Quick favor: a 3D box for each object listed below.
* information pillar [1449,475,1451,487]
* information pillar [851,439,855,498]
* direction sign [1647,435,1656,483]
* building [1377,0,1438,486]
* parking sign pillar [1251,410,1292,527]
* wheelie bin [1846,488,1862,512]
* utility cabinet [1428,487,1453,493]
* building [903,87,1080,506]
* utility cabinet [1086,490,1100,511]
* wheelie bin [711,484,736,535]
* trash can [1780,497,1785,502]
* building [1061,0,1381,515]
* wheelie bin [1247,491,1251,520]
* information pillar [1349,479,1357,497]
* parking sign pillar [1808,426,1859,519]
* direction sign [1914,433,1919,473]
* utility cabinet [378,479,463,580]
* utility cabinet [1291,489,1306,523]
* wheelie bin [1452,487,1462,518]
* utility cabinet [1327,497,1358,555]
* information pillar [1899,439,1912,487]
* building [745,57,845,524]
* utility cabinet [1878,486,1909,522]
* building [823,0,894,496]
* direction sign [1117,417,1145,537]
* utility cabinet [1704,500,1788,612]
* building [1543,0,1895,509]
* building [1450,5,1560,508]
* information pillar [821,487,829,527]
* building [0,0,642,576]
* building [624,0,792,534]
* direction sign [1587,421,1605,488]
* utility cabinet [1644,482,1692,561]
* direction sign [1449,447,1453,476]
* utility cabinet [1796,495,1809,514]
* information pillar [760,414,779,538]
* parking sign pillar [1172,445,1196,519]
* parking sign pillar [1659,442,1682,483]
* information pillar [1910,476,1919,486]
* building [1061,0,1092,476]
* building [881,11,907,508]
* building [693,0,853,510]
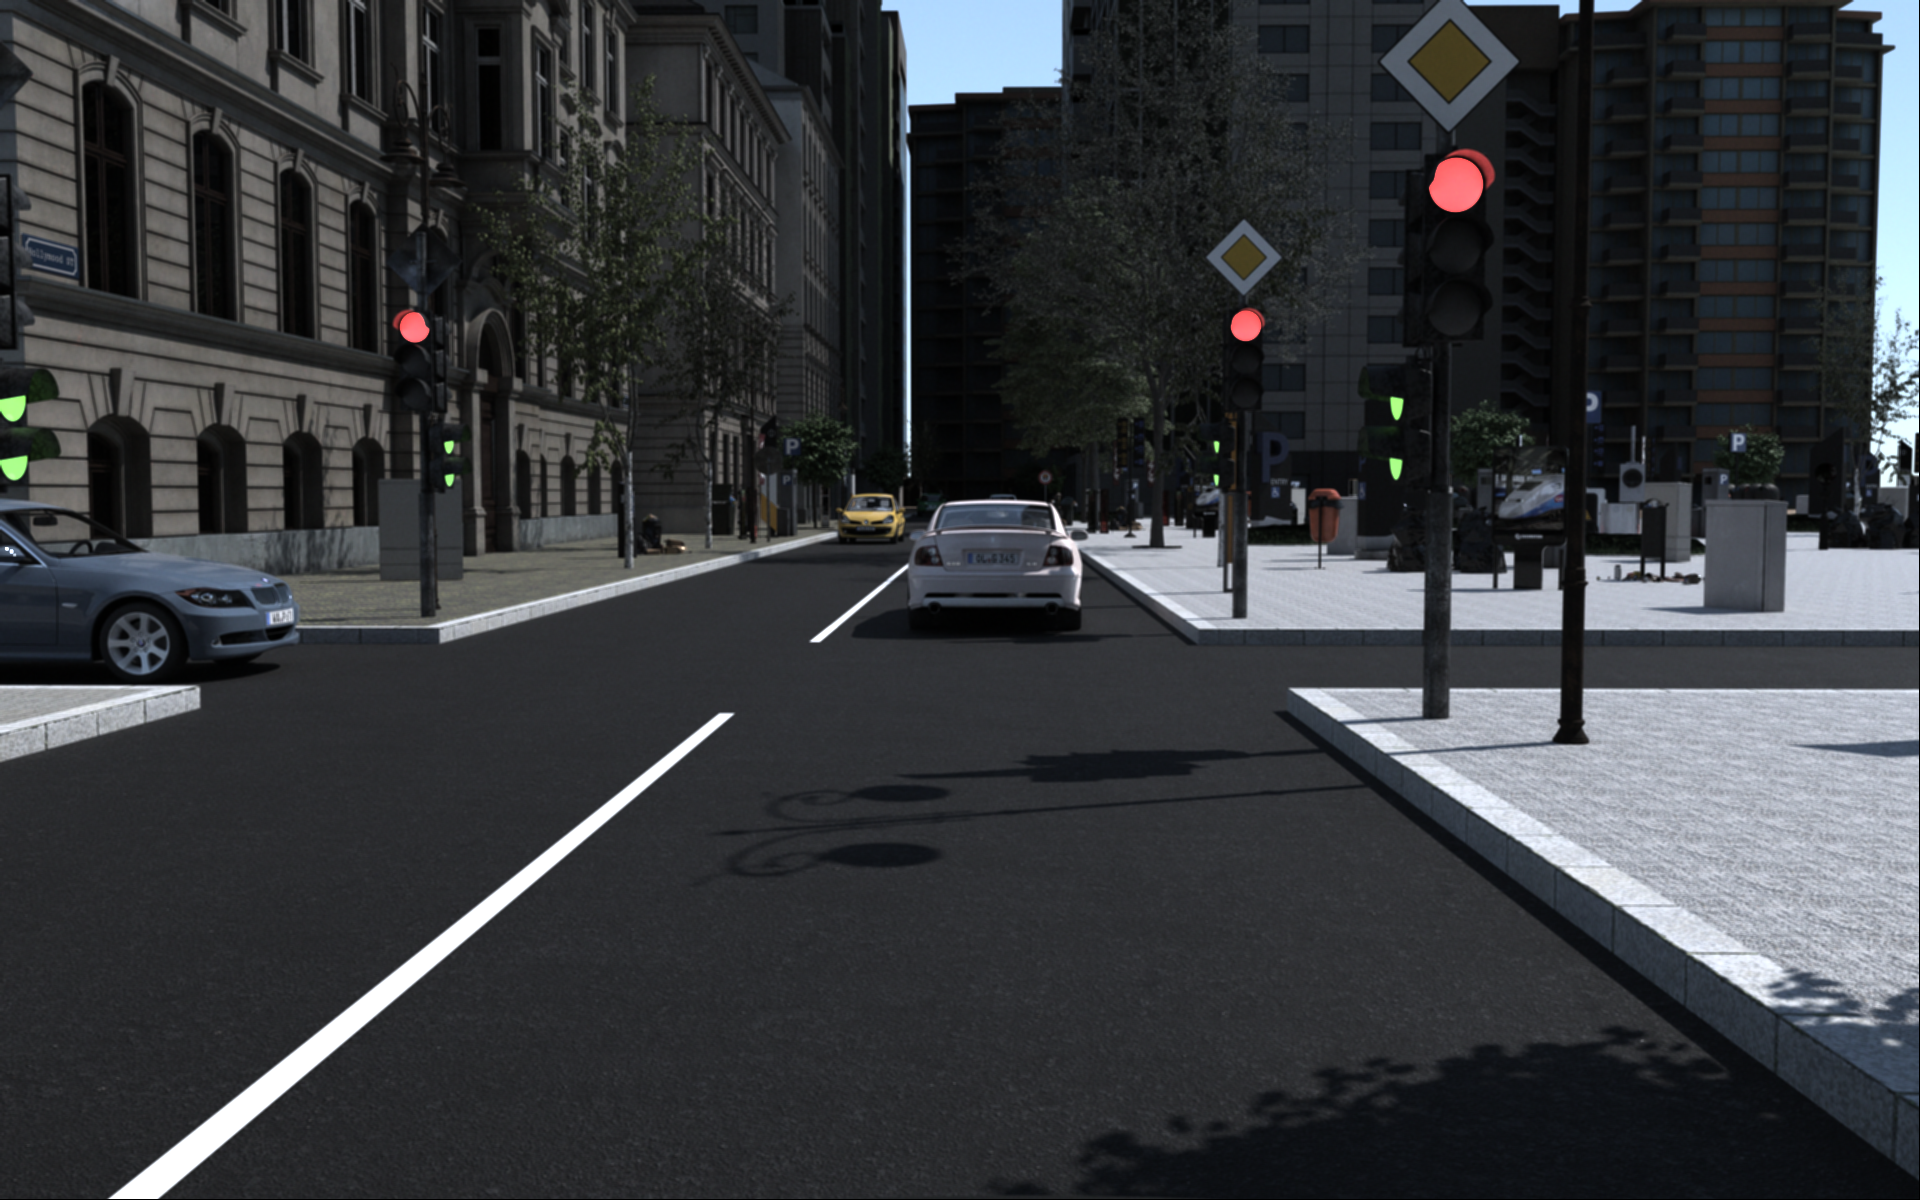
[{"bbox_3d":[18.546,-3.767,66.077,0.304,2.012,0.304,0,4,8],"label":"information pillar"},{"bbox_3d":[-4.552,-5.034,73.661,0.183,3.616,0.504,0,4,8],"label":"information pillar"},{"bbox_3d":[26.718,-4.587,66.998,0.379,3.537,0.876,0,4,5],"label":"direction sign"},{"bbox_3d":[17.343,-40.914,107.190,20.563,71.187,20.611,0,4,1],"label":"building"},{"bbox_3d":[9.815,-4.044,54.590,1.447,3.967,1.447,-2,4,-30],"label":"parking sign pillar"},{"bbox_3d":[43.417,-4.668,84.227,0.693,1.594,0.980,3,5,41],"label":"wheelie bin"},{"bbox_3d":[13.571,-2.521,49.894,1.173,1.500,0.318,3,4,38],"label":"utility cabinet"},{"bbox_3d":[7.201,-32.701,189.292,28.867,44.769,22.147,0,4,1],"label":"building"},{"bbox_3d":[6.646,-4.710,85.689,1.173,1.500,0.318,0,4,-4],"label":"utility cabinet"},{"bbox_3d":[-7.433,-2.831,54.187,0.980,1.594,0.693,1,4,15],"label":"wheelie bin"},{"bbox_3d":[39.503,-4.413,83.803,0.748,1.137,0.748,0,3,0],"label":"trash can"},{"bbox_3d":[18.252,-42.171,127.748,20.563,71.187,20.611,0,4,1],"label":"building"},{"bbox_3d":[14.534,-4.714,84.983,0.693,1.594,0.980,-2,4,-28],"label":"wheelie bin"},{"bbox_3d":[19.519,-4.989,86.057,0.304,2.012,0.304,-3,5,-43],"label":"information pillar"},{"bbox_3d":[34.791,-4.951,69.423,1.447,3.967,1.447,-3,4,-39],"label":"parking sign pillar"},{"bbox_3d":[35.572,-4.385,63.697,0.876,3.537,0.379,3,4,38],"label":"direction sign"},{"bbox_3d":[-8.004,-1.041,25.707,1.173,1.500,0.318,-1,4,-20],"label":"utility cabinet"},{"bbox_3d":[13.756,-3.820,71.131,0.318,1.500,1.173,3,5,40],"label":"utility cabinet"},{"bbox_3d":[23.403,-4.546,82.241,0.693,1.594,0.980,-1,4,-15],"label":"wheelie bin"},{"bbox_3d":[8.303,-1.558,36.632,1.020,1.237,0.306,2,4,25],"label":"utility cabinet"},{"bbox_3d":[40.349,-5.053,73.973,0.504,3.616,0.183,1,4,20],"label":"information pillar"},{"bbox_3d":[-11.131,-14.291,82.808,9.793,20.994,18.267,0,4,1],"label":"building"},{"bbox_3d":[27.360,-2.570,50.691,0.318,1.500,1.173,-1,4,-9],"label":"utility cabinet"},{"bbox_3d":[-12.957,-28.161,144.029,14.154,41.232,14.086,0,4,1],"label":"building"},{"bbox_3d":[5.046,-3.625,51.261,0.876,3.537,0.379,2,4,29],"label":"direction sign"},{"bbox_3d":[8.730,-0.495,19.263,0.306,1.237,1.020,-1,4,-13],"label":"utility cabinet"},{"bbox_3d":[66.114,-30.564,154.347,28.867,44.769,22.147,0,4,1],"label":"building"},{"bbox_3d":[44.646,-31.047,157.732,14.200,45.320,14.600,0,4,1],"label":"building"},{"bbox_3d":[-5.237,-3.833,67.169,0.304,2.012,0.304,-1,4,-13],"label":"information pillar"},{"bbox_3d":[-15.682,-13.303,36.594,14.460,24.649,34.723,0,4,1],"label":"building"},{"bbox_3d":[-12.574,-12.203,64.150,10.561,19.102,19.286,0,4,1],"label":"building"},{"bbox_3d":[19.611,-3.793,54.020,0.876,3.537,0.379,1,4,20],"label":"direction sign"},{"bbox_3d":[13.479,-1.487,32.984,0.318,1.500,1.173,0,4,-8],"label":"utility cabinet"},{"bbox_3d":[20.773,-4.999,73.730,0.379,3.537,0.876,3,5,43],"label":"direction sign"},{"bbox_3d":[40.452,-4.375,82.700,0.306,1.237,1.020,-2,4,-29],"label":"utility cabinet"},{"bbox_3d":[-5.617,-3.643,50.920,0.504,3.616,0.183,-2,4,-27],"label":"information pillar"},{"bbox_3d":[11.879,-6.268,90.949,1.447,3.967,1.447,-2,4,-25],"label":"parking sign pillar"},{"bbox_3d":[37.259,-6.261,90.845,1.447,3.967,1.447,-1,4,-12],"label":"parking sign pillar"},{"bbox_3d":[38.085,-3.949,69.053,0.304,2.012,0.304,-1,4,-11],"label":"information pillar"},{"bbox_3d":[22.824,-34.434,152.231,28.713,52.752,27.495,0,4,1],"label":"building"},{"bbox_3d":[-12.335,-31.157,159.532,14.200,45.320,14.600,0,4,1],"label":"building"},{"bbox_3d":[-13.852,-20.148,101.126,14.160,30.474,14.107,0,4,1],"label":"building"}]
